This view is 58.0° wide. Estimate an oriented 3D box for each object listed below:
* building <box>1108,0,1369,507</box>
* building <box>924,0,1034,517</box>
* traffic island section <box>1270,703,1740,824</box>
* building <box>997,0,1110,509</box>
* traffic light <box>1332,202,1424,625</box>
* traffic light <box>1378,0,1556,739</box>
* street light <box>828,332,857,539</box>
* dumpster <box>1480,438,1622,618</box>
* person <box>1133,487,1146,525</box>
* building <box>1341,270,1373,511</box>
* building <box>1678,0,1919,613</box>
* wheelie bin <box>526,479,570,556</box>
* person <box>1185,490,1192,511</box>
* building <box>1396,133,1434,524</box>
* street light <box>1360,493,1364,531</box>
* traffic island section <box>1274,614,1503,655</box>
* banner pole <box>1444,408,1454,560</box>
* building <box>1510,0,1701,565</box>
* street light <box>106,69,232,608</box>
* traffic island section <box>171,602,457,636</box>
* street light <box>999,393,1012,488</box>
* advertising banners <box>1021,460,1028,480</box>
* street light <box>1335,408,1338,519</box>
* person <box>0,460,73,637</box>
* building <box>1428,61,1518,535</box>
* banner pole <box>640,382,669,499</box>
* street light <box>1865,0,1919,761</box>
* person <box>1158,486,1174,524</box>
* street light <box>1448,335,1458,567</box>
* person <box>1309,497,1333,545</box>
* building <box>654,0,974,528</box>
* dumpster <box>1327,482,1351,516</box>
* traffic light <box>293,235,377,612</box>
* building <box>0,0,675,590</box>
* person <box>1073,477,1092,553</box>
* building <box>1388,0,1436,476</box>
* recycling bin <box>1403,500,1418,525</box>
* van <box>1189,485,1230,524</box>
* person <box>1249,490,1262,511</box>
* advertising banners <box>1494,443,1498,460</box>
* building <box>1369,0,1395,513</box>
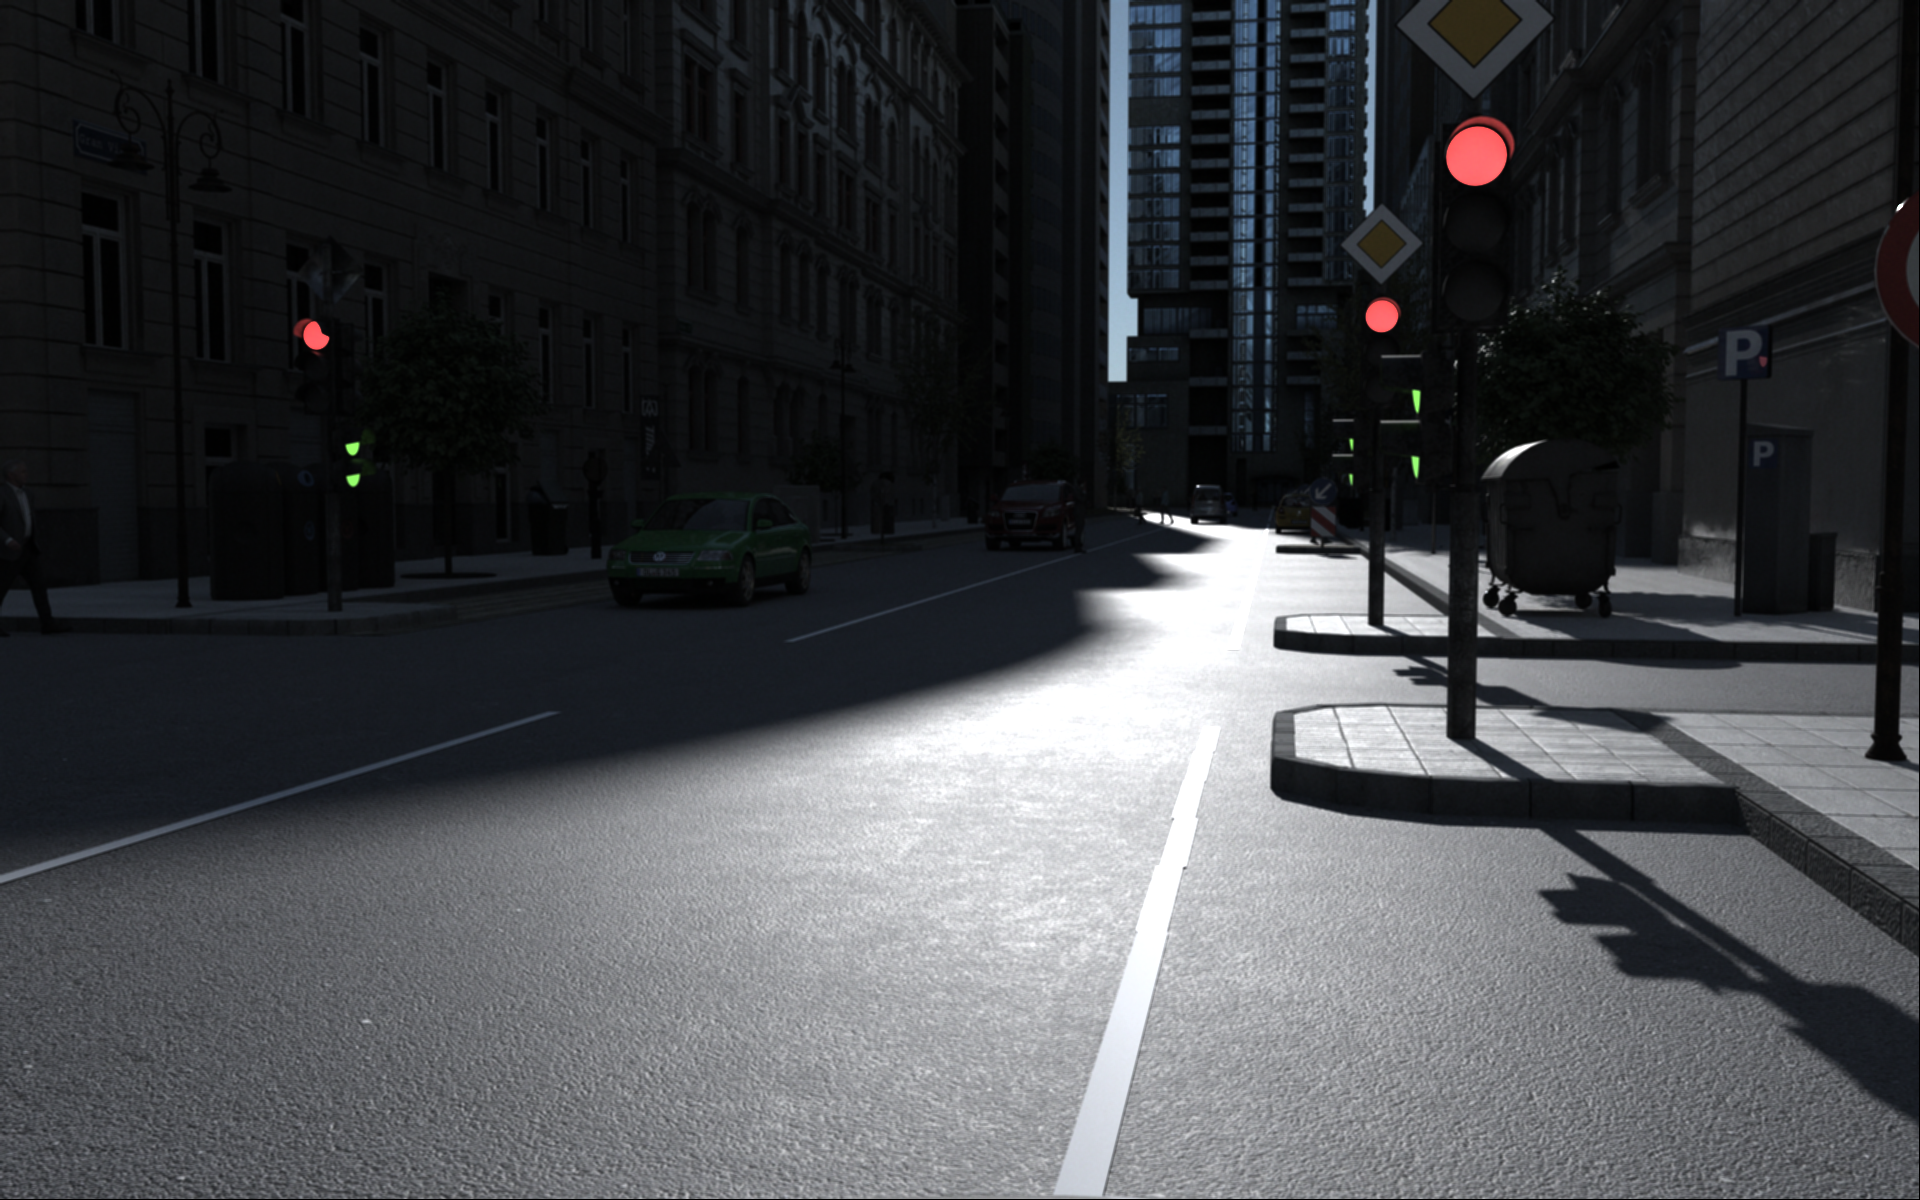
[{"bbox_3d":[30.247,-53.416,186.028,31.000,86.520,22.319,1,4,10],"label":"building"},{"bbox_3d":[-3.599,-20.184,101.717,14.160,30.474,14.107,1,4,10],"label":"building"},{"bbox_3d":[2.659,0.805,9.120,2.009,0.180,2.903,1,4,10],"label":"traffic island section"},{"bbox_3d":[-0.907,-37.606,156.861,28.212,58.520,21.231,1,4,10],"label":"building"},{"bbox_3d":[4.059,-1.709,16.868,0.839,4.253,0.868,1,4,10],"label":"traffic light"},{"bbox_3d":[2.622,-1.229,9.013,0.839,4.253,0.868,1,4,10],"label":"traffic light"},{"bbox_3d":[-3.340,-4.690,49.477,0.468,5.910,1.993,1,4,10],"label":"street light"},{"bbox_3d":[6.374,-0.793,18.724,1.264,1.857,1.865,1,4,10],"label":"dumpster"},{"bbox_3d":[8.384,-4.383,80.648,0.515,1.767,0.782,0,4,-6],"label":"person"},{"bbox_3d":[46.768,-18.368,145.363,27.650,21.520,28.899,1,4,10],"label":"building"},{"bbox_3d":[19.526,-10.519,21.138,18.267,20.994,9.793,1,4,10],"label":"building"},{"bbox_3d":[-8.658,-1.735,36.273,0.693,1.594,0.980,2,4,25],"label":"wheelie bin"},{"bbox_3d":[19.308,-8.327,145.373,0.721,1.735,1.217,-3,5,-42],"label":"person"},{"bbox_3d":[26.396,-13.828,80.847,10.420,20.320,16.860,1,4,10],"label":"building"},{"bbox_3d":[13.922,-5.322,59.800,0.468,5.910,1.993,1,4,10],"label":"street light"},{"bbox_3d":[4.097,0.325,16.975,2.009,0.180,2.903,1,4,10],"label":"traffic island section"},{"bbox_3d":[9.615,-2.679,33.818,0.401,3.779,0.863,-2,4,-34],"label":"banner pole"},{"bbox_3d":[20.872,-15.470,40.320,14.401,28.519,23.554,1,4,10],"label":"building"},{"bbox_3d":[-8.795,-2.854,19.444,0.468,5.910,1.993,1,4,10],"label":"street light"},{"bbox_3d":[-6.862,0.202,18.978,2.009,0.180,2.903,1,4,10],"label":"traffic island section"},{"bbox_3d":[2.107,-6.500,79.068,0.468,5.910,1.993,1,4,10],"label":"street light"},{"bbox_3d":[3.896,-5.717,89.659,2.074,3.025,0.090,-3,5,-40],"label":"advertising banners"},{"bbox_3d":[19.400,-7.124,89.272,0.468,5.910,1.993,1,4,10],"label":"street light"},{"bbox_3d":[-9.425,-0.521,17.422,0.834,1.777,0.661,0,4,2],"label":"person"},{"bbox_3d":[24.014,-14.924,62.026,12.078,24.808,19.932,1,4,10],"label":"building"},{"bbox_3d":[-6.745,-2.970,38.577,0.863,3.779,0.401,-2,4,-32],"label":"banner pole"},{"bbox_3d":[4.493,-2.167,8.226,0.468,5.910,1.993,1,4,10],"label":"street light"},{"bbox_3d":[9.864,-4.566,83.009,0.748,1.841,0.638,3,4,36],"label":"person"},{"bbox_3d":[8.679,-3.517,30.286,0.468,5.910,1.993,1,4,10],"label":"street light"},{"bbox_3d":[10.209,-2.464,48.772,0.713,1.824,0.794,2,4,26],"label":"person"},{"bbox_3d":[-8.119,-18.095,83.249,14.401,28.519,23.554,1,4,10],"label":"building"},{"bbox_3d":[18.480,-4.832,84.757,1.264,1.857,1.865,1,4,10],"label":"dumpster"},{"bbox_3d":[-6.825,-1.830,18.836,0.839,4.253,0.868,1,4,10],"label":"traffic light"},{"bbox_3d":[-15.793,-14.555,35.241,12.463,27.353,25.104,1,4,10],"label":"building"},{"bbox_3d":[2.964,-2.060,41.983,0.447,1.846,0.655,1,4,9],"label":"person"},{"bbox_3d":[31.524,-27.260,95.810,14.600,45.320,14.200,1,4,10],"label":"building"},{"bbox_3d":[18.357,-3.577,71.045,0.722,1.027,0.722,0,4,0],"label":"recycling bin"},{"bbox_3d":[12.206,-4.763,84.884,2.013,2.044,4.112,1,4,10],"label":"van"},{"bbox_3d":[25.354,-8.569,148.745,1.348,1.807,0.705,-1,4,-20],"label":"person"},{"bbox_3d":[11.914,-2.565,38.124,0.090,3.025,2.074,1,4,9],"label":"advertising banners"},{"bbox_3d":[38.551,-35.094,115.786,21.231,58.520,28.212,1,4,10],"label":"building"}]
